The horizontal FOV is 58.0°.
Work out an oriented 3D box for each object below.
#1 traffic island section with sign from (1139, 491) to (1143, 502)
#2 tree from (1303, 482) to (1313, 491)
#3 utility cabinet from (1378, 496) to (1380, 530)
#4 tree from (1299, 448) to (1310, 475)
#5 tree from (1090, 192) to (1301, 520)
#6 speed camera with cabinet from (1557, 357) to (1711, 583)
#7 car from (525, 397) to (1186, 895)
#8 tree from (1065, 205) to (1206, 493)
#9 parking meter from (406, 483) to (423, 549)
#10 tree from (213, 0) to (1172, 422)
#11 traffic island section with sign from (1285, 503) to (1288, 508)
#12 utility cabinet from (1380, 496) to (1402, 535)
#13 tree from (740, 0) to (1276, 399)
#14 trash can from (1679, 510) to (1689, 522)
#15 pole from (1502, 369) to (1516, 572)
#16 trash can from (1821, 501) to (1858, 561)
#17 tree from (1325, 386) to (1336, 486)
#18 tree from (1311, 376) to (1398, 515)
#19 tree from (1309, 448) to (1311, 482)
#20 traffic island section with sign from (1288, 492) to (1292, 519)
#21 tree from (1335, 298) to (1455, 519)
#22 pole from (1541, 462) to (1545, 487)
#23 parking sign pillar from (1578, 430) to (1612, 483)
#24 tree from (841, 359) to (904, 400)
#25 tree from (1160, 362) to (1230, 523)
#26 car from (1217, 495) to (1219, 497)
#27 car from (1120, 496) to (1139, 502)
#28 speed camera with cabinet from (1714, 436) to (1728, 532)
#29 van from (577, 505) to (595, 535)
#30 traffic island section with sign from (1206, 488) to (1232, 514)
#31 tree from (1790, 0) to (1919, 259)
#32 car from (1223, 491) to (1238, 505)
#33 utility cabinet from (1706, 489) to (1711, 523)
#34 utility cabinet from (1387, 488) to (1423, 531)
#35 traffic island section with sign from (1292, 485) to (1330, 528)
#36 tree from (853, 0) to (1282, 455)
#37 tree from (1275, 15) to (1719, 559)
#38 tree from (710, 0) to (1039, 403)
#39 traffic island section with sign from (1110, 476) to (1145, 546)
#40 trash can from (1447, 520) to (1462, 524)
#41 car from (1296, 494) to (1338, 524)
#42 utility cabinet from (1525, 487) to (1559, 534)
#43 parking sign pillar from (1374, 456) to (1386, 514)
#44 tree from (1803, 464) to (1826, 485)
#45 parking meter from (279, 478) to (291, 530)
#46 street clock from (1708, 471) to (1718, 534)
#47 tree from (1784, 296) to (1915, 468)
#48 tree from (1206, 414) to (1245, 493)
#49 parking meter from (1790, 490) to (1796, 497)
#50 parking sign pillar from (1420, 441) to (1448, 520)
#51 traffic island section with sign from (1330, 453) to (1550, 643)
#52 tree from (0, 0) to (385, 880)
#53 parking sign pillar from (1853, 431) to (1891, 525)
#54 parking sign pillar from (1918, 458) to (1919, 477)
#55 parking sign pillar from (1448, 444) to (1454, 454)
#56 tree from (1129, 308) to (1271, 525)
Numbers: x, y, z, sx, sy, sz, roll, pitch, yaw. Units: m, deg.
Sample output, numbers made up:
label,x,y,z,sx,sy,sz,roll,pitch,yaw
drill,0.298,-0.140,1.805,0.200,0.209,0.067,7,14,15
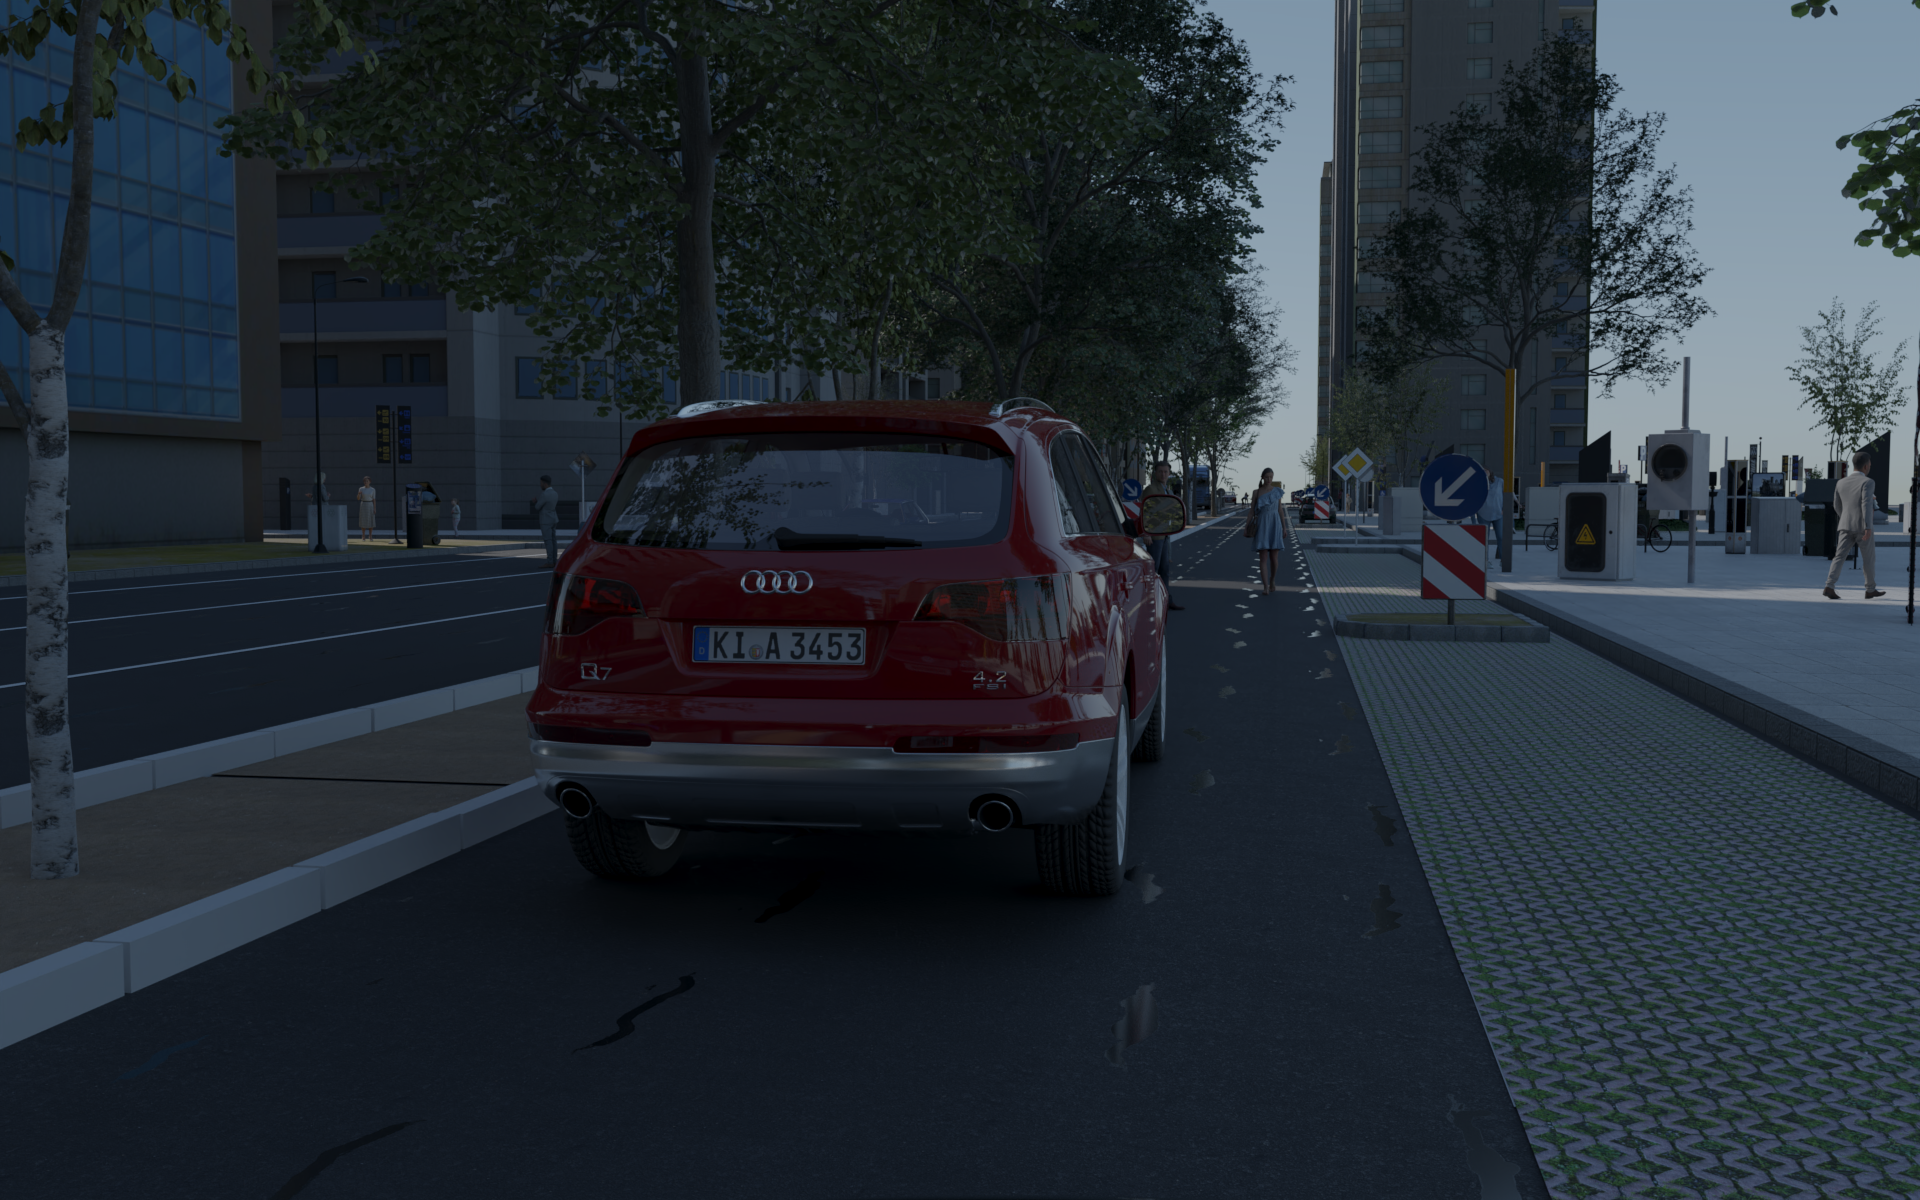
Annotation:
label,x,y,z,sx,sy,sz,roll,pitch,yaw
traffic island section with sign,24.464,-13.718,232.919,1.989,1.847,2.006,1,4,10
tree,55.530,-17.191,275.678,1.663,3.219,1.824,0,3,0
utility cabinet,15.333,-3.140,62.503,0.306,1.237,1.020,2,4,23
tree,42.789,-15.643,206.119,4.737,8.622,4.395,0,3,0
tree,8.048,-9.483,67.876,12.009,13.543,11.850,0,3,0
speed camera with cabinet,9.862,-1.900,25.407,0.660,3.252,2.038,-3,5,-42
car,-0.149,0.050,7.856,2.281,1.827,5.304,1,4,9
tree,3.834,-5.485,42.505,4.360,8.622,3.978,0,3,0
parking meter,-12.896,-1.989,40.935,0.372,1.533,0.369,0,3,0
tree,-1.986,-5.641,12.819,7.486,12.596,7.792,0,3,0
traffic island section with sign,29.266,-8.595,149.156,1.989,1.847,2.006,1,4,10
utility cabinet,13.575,-2.644,54.388,0.306,1.237,1.020,0,4,-3
tree,0.553,-5.395,25.079,8.767,10.594,7.601,1,4,10
trash can,28.735,-3.472,68.422,0.748,1.137,0.748,0,3,0
pole,8.974,-2.109,28.320,0.158,3.312,0.155,0,3,0
trash can,17.085,-1.340,33.569,0.748,1.137,0.748,0,3,0
tree,20.934,-8.594,90.878,4.360,8.622,3.978,0,3,0
tree,24.606,-9.559,106.652,4.737,8.622,4.395,0,3,0
tree,28.275,-10.662,124.682,4.737,8.622,4.395,0,3,0
traffic island section with sign,20.097,-5.576,99.797,1.989,1.847,2.006,1,4,10
tree,16.441,-6.973,64.372,4.360,8.622,3.978,0,3,0
pole,37.195,-7.140,110.574,0.158,3.312,0.155,0,3,0
parking sign pillar,27.043,-5.215,73.733,1.447,3.967,1.447,3,4,37
tree,-4.575,-8.608,91.100,4.360,8.622,3.978,0,3,0
tree,11.469,-8.158,86.205,4.737,8.622,4.395,0,3,0
car,31.367,-12.266,212.342,2.131,1.459,4.920,1,4,11
car,6.864,-4.016,74.707,2.155,1.783,4.494,1,4,11
speed camera with cabinet,26.002,-3.939,58.740,0.660,3.252,2.038,3,4,36
van,-5.813,-1.573,32.723,2.013,2.044,4.112,1,4,12
traffic island section with sign,18.855,-7.172,125.396,2.006,1.907,1.989,1,4,10
tree,7.042,-5.460,7.393,7.486,12.596,7.792,0,3,0
car,36.822,-13.957,236.876,2.281,1.827,5.304,1,4,9
utility cabinet,33.666,-4.157,76.643,1.173,1.500,0.318,3,5,40
utility cabinet,15.047,-3.052,58.578,1.173,1.500,0.318,-1,4,-14
traffic island section with sign,15.178,-3.955,73.293,1.989,1.847,2.006,1,4,10
tree,1.906,-7.693,34.900,9.857,13.997,8.962,0,3,0
tree,11.060,-6.082,33.850,7.601,10.594,8.767,2,4,25
tree,-1.150,-4.053,19.090,4.737,8.622,4.395,0,3,0
traffic island section with sign,5.144,-2.653,51.514,2.006,1.907,1.989,1,4,10
trash can,20.670,-3.715,72.397,0.748,1.137,0.748,0,3,0
car,17.344,-4.541,84.026,2.009,1.686,4.222,1,4,10
utility cabinet,18.365,-2.795,54.379,1.173,1.500,0.318,0,4,-5
parking sign pillar,27.944,-7.713,114.574,1.447,3.967,1.447,1,4,11
tree,54.522,-7.068,110.155,1.663,3.219,1.824,0,3,0
parking meter,-23.884,-3.400,61.304,0.255,1.863,0.399,0,4,3
street clock,24.133,-3.119,55.559,0.358,2.002,0.471,1,4,20
tree,33.280,-7.017,65.097,4.737,8.622,4.395,0,3,0
tree,16.781,-9.836,113.636,4.360,8.622,3.978,0,3,0
parking meter,56.917,-6.728,118.411,0.372,1.533,0.369,0,3,0
parking sign pillar,23.420,-6.016,86.839,1.447,3.967,1.447,2,4,29
traffic island section with sign,4.847,-0.553,17.666,1.989,1.847,2.006,1,4,10
tree,-3.375,-3.280,6.443,4.737,8.622,4.395,0,3,0
parking sign pillar,38.397,-5.169,72.983,1.447,3.967,1.447,1,4,13
parking sign pillar,49.573,-6.105,88.284,1.447,3.967,1.447,3,4,38
parking sign pillar,25.817,-6.389,92.938,1.447,3.967,1.447,1,4,17
tree,10.216,-9.210,78.801,9.928,11.665,9.643,0,3,0
